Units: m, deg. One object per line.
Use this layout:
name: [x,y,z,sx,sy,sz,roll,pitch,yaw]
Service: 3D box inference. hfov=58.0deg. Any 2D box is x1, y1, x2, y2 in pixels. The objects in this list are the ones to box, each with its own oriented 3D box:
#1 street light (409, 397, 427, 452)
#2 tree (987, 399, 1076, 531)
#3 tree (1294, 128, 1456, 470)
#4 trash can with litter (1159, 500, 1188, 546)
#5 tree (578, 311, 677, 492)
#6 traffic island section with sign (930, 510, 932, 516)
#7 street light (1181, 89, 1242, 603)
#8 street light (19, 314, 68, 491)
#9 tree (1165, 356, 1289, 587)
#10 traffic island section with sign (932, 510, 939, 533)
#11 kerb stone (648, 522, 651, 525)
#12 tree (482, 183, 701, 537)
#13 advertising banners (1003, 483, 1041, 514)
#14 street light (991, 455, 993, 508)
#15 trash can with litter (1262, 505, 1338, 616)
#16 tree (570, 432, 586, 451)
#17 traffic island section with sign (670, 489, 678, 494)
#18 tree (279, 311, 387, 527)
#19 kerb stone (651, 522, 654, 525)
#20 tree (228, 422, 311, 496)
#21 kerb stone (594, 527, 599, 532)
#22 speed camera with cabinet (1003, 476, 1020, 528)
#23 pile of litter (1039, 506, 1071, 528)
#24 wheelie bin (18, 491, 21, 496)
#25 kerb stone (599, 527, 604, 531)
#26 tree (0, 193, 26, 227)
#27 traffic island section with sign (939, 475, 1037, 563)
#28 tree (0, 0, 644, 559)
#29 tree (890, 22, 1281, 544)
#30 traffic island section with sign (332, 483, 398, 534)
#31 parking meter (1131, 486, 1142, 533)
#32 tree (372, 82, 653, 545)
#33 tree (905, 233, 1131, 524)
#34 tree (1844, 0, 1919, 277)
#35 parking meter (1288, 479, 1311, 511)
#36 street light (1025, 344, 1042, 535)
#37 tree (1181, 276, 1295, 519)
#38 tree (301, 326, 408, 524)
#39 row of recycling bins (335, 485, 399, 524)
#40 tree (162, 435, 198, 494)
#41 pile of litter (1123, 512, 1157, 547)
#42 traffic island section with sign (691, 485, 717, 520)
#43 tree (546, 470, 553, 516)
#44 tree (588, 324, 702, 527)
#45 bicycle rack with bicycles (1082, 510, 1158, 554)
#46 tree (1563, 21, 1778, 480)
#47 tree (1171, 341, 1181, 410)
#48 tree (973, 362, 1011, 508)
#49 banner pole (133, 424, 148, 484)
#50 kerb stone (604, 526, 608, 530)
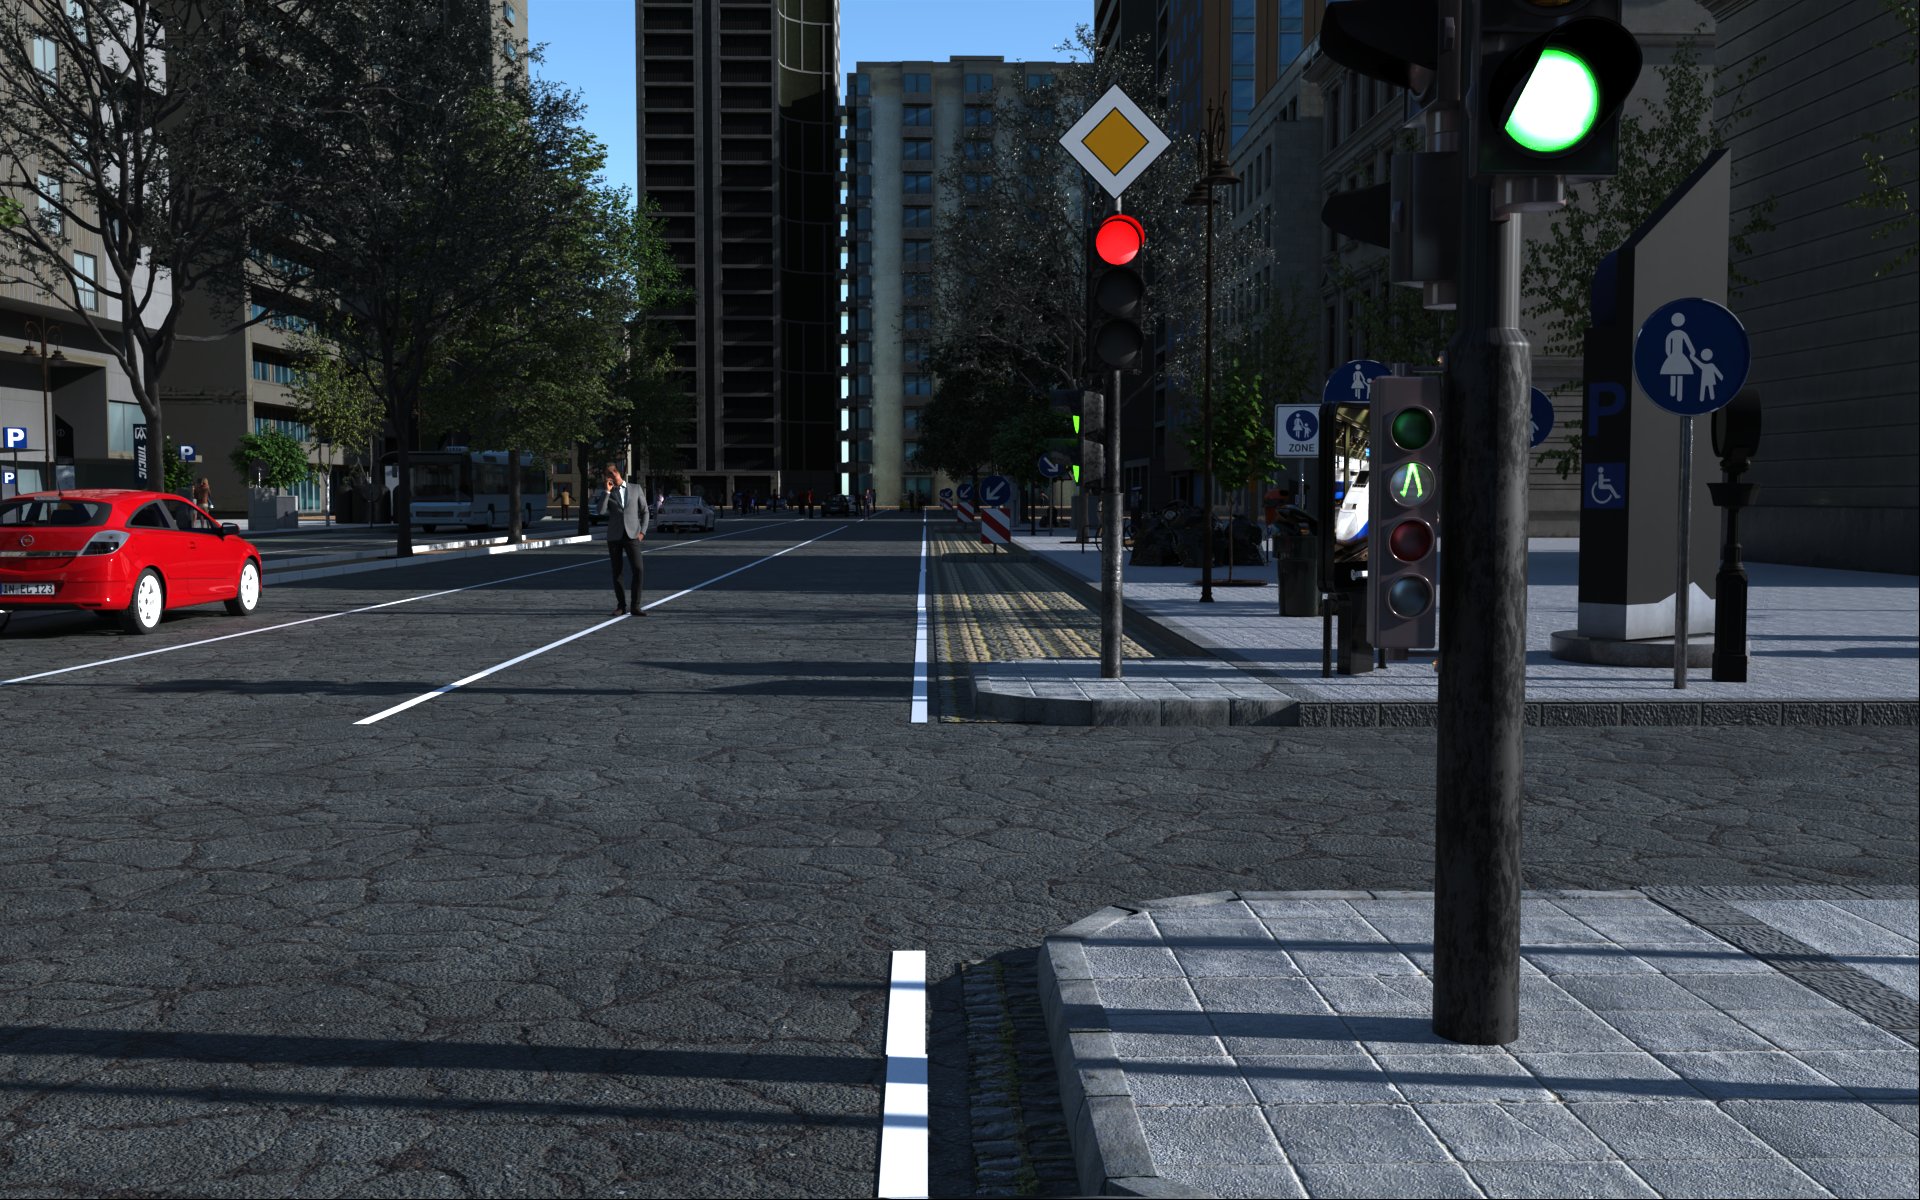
street light: [-24.211,-6.411,77.601,0.468,5.910,1.993,0,4,-1]
tree: [2.612,-4.664,59.967,4.285,4.588,4.351,0,3,0]
tree: [9.541,-5.167,34.835,4.737,8.622,4.395,0,3,0]
trash can with litter: [4.027,-1.391,34.134,0.624,1.170,1.055,-2,4,-31]
tree: [-12.741,-6.867,65.097,4.360,8.622,3.978,0,3,0]
traffic island section with sign: [-0.914,-6.437,113.865,1.989,1.847,2.006,0,4,-1]
street light: [2.929,-2.911,20.381,0.468,5.910,1.993,0,4,-1]
street light: [-23.601,-4.401,44.742,0.468,5.910,1.993,0,4,-1]
tree: [3.945,-1.819,24.341,1.663,3.219,1.824,0,3,0]
traffic island section with sign: [0.078,-3.367,63.674,1.989,1.847,2.006,0,4,-1]
kerb stone: [-14.074,-3.385,77.546,0.120,0.150,1.000,0,4,-1]
tree: [-12.407,-7.884,57.110,9.928,11.665,9.643,0,3,0]
advertising banners: [3.093,-5.461,85.467,2.074,3.025,0.090,0,4,5]
street light: [1.629,-6.975,86.837,0.468,5.910,1.993,0,4,-1]
trash can with litter: [3.779,-0.426,18.358,1.055,1.170,0.624,-2,4,-26]
tree: [-26.033,-10.749,126.100,4.737,8.622,4.395,0,3,0]
traffic island section with sign: [-23.160,-8.059,140.398,1.989,1.847,2.006,0,4,-1]
tree: [-24.842,-7.212,68.287,4.737,8.622,4.395,0,3,0]
kerb stone: [-14.099,-3.511,79.598,0.120,0.150,1.000,0,4,-1]
tree: [-33.559,-6.203,85.137,4.285,4.588,4.351,0,3,0]
kerb stone: [-13.831,-2.632,65.221,0.120,0.150,1.000,0,4,-1]
speed camera with cabinet: [1.996,-4.454,67.160,0.660,3.252,2.038,0,4,4]
pile of litter: [3.754,-3.222,66.650,1.719,0.858,1.176,-2,4,-29]
wheelie bin: [-27.016,-2.517,49.054,0.693,1.594,0.980,0,4,4]
kerb stone: [-13.851,-2.690,66.246,0.120,0.150,1.000,0,4,-1]
tree: [-11.624,-5.732,14.306,7.486,12.596,7.792,0,3,0]
traffic island section with sign: [0.613,-1.718,36.724,1.989,1.847,2.006,0,4,-1]
tree: [-12.236,-7.640,37.741,12.009,13.543,11.850,0,3,0]
tree: [3.297,-8.214,44.668,12.009,13.543,11.850,0,3,0]
traffic island section with sign: [-21.638,-3.341,63.257,1.989,1.847,2.006,0,4,-1]
parking meter: [5.794,-2.965,56.889,0.372,1.533,0.369,0,3,0]
tree: [-12.509,-7.811,48.288,7.486,12.596,7.792,0,3,0]
tree: [2.739,-9.678,75.249,9.611,12.733,9.660,0,3,0]
tree: [12.039,-4.170,18.537,4.737,8.622,4.395,0,3,0]
parking meter: [5.758,-1.284,29.397,0.372,1.533,0.369,0,3,0]
street light: [2.276,-4.944,53.626,0.468,5.910,1.993,0,4,-1]
tree: [10.327,-6.550,57.457,4.737,8.622,4.395,0,3,0]
tree: [-25.430,-7.544,73.702,4.360,8.622,3.978,0,3,0]
row of recycling bins: [-25.462,-4.160,75.135,3.534,1.692,1.069,1,4,10]
tree: [-25.669,-3.782,56.435,1.663,3.219,1.824,0,3,0]
pile of litter: [4.488,-1.720,42.081,1.176,0.858,1.719,-2,4,-28]
traffic island section with sign: [-13.197,-4.803,86.663,2.006,1.907,1.989,0,4,-1]
tree: [-24.997,-6.678,103.788,1.663,3.219,1.824,0,3,0]
tree: [-12.740,-7.302,72.213,4.737,8.622,4.395,0,3,0]
bicycle rack with bicycles: [4.068,-1.485,37.666,2.852,0.926,2.925,2,4,34]
tree: [11.024,-4.748,27.987,4.737,8.622,4.395,0,3,0]
tree: [10.191,-7.022,65.165,4.737,8.622,4.395,0,3,0]
tree: [2.229,-8.594,90.881,4.737,8.622,4.395,0,3,0]
banner pole: [-25.462,-3.933,54.321,0.863,3.779,0.401,-1,4,-17]
kerb stone: [-13.863,-2.757,67.269,0.120,0.150,1.000,0,4,-1]
